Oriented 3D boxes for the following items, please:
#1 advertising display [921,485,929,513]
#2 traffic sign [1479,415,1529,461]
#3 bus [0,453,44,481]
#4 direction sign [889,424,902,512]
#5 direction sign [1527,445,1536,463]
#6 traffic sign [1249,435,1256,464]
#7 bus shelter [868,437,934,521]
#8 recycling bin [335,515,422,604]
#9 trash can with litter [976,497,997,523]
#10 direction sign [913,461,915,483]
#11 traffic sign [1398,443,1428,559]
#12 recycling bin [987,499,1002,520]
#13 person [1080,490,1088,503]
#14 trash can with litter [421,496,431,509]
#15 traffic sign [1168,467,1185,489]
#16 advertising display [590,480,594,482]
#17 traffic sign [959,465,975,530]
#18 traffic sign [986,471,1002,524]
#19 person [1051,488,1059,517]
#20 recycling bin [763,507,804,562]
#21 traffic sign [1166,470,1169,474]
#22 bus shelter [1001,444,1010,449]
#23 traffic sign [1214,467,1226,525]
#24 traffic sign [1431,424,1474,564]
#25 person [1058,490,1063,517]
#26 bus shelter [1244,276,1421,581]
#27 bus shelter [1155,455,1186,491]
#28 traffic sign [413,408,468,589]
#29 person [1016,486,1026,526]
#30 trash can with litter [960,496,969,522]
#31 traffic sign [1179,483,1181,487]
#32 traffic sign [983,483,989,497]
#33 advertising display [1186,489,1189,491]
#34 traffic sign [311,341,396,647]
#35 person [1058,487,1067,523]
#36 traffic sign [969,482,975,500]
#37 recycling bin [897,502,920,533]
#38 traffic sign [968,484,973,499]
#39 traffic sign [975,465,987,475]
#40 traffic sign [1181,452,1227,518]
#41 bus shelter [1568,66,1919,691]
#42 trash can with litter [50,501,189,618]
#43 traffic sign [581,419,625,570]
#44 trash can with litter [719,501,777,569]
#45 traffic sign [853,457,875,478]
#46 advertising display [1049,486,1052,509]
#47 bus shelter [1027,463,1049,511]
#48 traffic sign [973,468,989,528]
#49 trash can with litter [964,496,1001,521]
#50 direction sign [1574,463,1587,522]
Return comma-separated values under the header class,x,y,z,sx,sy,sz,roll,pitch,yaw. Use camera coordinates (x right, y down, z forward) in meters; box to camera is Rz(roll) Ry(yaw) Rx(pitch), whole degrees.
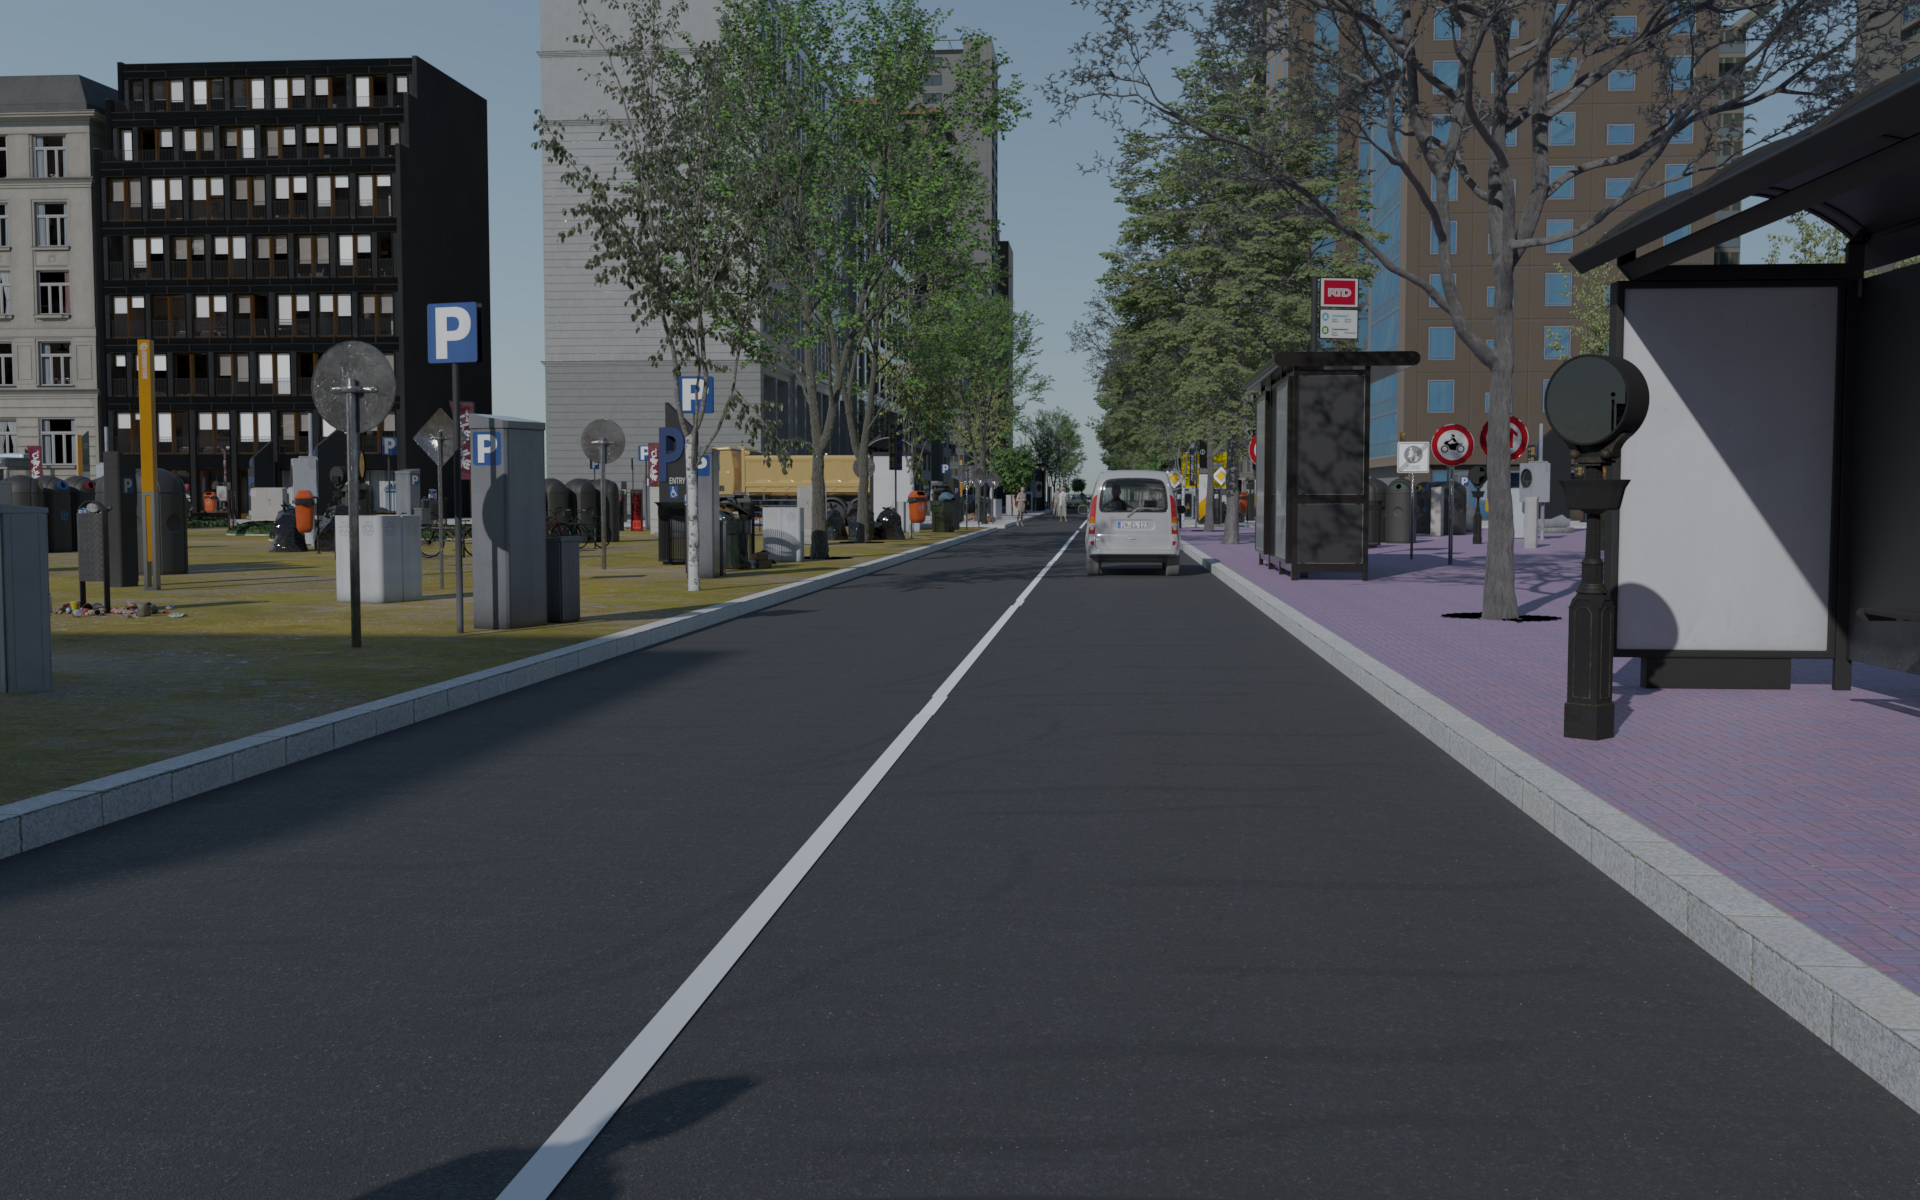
class,x,y,z,sx,sy,sz,roll,pitch,yaw
advertising display,-2.378,-6.959,118.997,0.123,1.923,0.974,2,4,27
traffic sign,8.729,-1.698,27.874,0.768,2.556,0.104,1,4,9
bus,-44.909,-4.799,73.320,13.247,3.499,2.948,0,4,6
direction sign,-2.105,-3.958,56.715,0.379,3.537,0.876,2,4,25
direction sign,26.446,-5.345,79.389,0.876,3.537,0.379,1,4,19
traffic sign,6.177,-2.121,34.785,0.768,2.556,0.104,1,4,9
bus shelter,-2.242,-4.282,63.933,2.014,3.302,5.546,0,4,5
recycling bin,-6.929,-0.496,20.661,0.722,1.027,0.722,2,4,25
trash can with litter,1.215,-4.101,78.434,1.055,1.170,0.624,3,5,42
direction sign,-3.333,-7.707,118.004,0.379,3.537,0.876,2,4,32
traffic sign,8.904,-1.955,34.094,0.606,2.300,0.079,0,4,7
recycling bin,1.628,-4.542,86.813,0.722,1.027,0.722,2,4,30
person,11.572,-9.547,164.693,1.348,1.812,0.705,2,4,33
trash can with litter,-16.825,-2.702,55.241,1.678,1.210,2.233,0,4,-2
traffic sign,8.093,-3.776,65.386,0.795,2.450,0.064,0,4,5
advertising display,-15.986,-4.392,77.017,0.974,1.923,0.123,-3,5,-39
traffic sign,0.242,-3.616,61.249,0.606,2.300,0.079,1,4,14
traffic sign,1.410,-4.303,73.992,0.795,2.450,0.064,0,4,5
person,6.178,-6.243,110.689,0.709,1.813,0.853,1,4,15
recycling bin,-3.353,-1.247,32.942,0.722,1.027,0.722,0,4,0
traffic sign,8.776,-4.263,73.341,0.795,2.450,0.064,0,4,5
bus shelter,4.611,-10.073,142.320,2.179,5.291,8.768,0,4,5
traffic sign,10.962,-4.375,72.723,0.795,2.450,0.064,1,4,11
traffic sign,8.947,-1.922,31.528,0.768,2.556,0.104,0,4,7
person,6.359,-6.085,108.998,0.512,1.701,0.522,3,5,41
bus shelter,6.077,-3.185,29.706,2.179,5.291,8.768,0,4,5
bus shelter,12.910,-7.016,105.990,1.731,3.624,6.357,0,4,5
traffic sign,-6.999,-1.355,23.338,0.795,2.450,0.064,1,4,11
person,2.779,-4.233,78.045,0.599,1.781,0.374,-2,4,-33
trash can with litter,-0.081,-4.178,79.698,0.624,1.170,1.055,1,4,20
traffic sign,12.868,-6.212,101.676,0.768,2.556,0.104,1,4,9
traffic sign,1.818,-7.419,121.413,0.768,2.556,0.104,1,4,14
advertising display,19.149,-8.569,145.317,0.123,1.923,0.974,-3,5,-39
traffic sign,-5.059,-0.877,14.440,0.768,2.556,0.104,1,4,11
person,5.162,-4.750,86.395,0.478,1.798,0.641,-1,4,-19
traffic sign,0.835,-6.515,107.707,0.795,2.450,0.064,1,4,8
recycling bin,-1.727,-2.763,57.732,0.722,1.027,0.722,-1,4,-9
traffic sign,0.842,-6.926,113.241,0.884,2.594,0.081,1,4,13
traffic sign,0.798,-4.566,74.768,0.768,2.556,0.104,1,4,8
traffic sign,11.817,-5.492,83.668,2.265,3.308,0.079,1,4,11
bus shelter,4.849,-0.913,8.850,2.014,3.302,5.546,0,4,5
trash can with litter,-9.110,-0.450,18.414,2.233,1.210,1.678,2,4,35
traffic sign,-6.053,-1.790,29.378,0.768,2.556,0.104,0,4,5
trash can with litter,-3.721,-1.127,29.806,1.055,1.170,0.624,-3,5,-44
traffic sign,-3.213,-3.532,57.861,0.768,2.556,0.104,1,4,10
advertising display,7.555,-8.542,144.879,0.123,1.923,0.974,1,4,11
bus shelter,5.828,-8.619,132.198,1.731,3.624,6.357,0,4,5
traffic sign,0.727,-3.816,66.036,0.795,2.450,0.064,0,4,5
trash can with litter,0.822,-4.375,82.581,2.233,1.210,1.678,0,4,5
direction sign,28.201,-5.274,78.223,0.876,3.537,0.379,1,4,16
